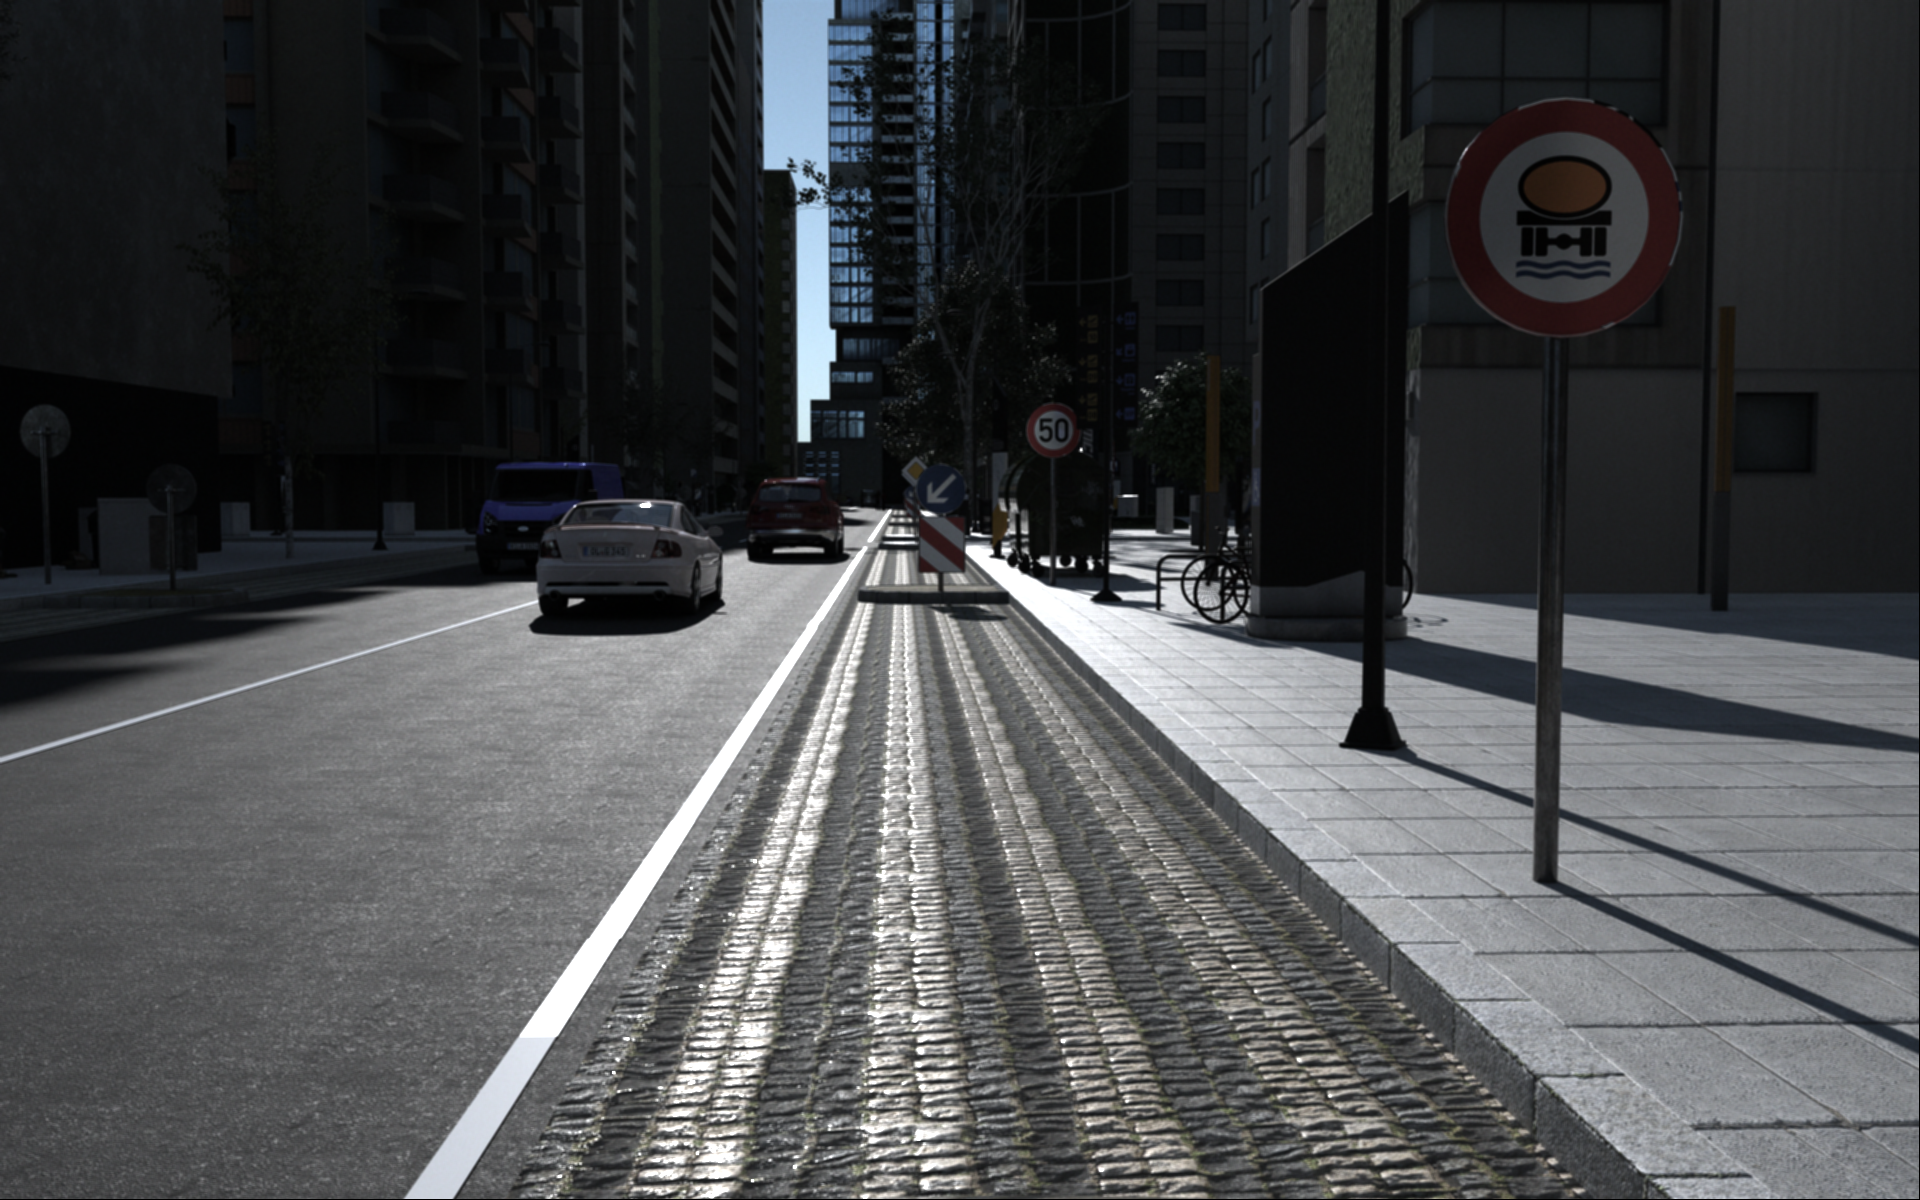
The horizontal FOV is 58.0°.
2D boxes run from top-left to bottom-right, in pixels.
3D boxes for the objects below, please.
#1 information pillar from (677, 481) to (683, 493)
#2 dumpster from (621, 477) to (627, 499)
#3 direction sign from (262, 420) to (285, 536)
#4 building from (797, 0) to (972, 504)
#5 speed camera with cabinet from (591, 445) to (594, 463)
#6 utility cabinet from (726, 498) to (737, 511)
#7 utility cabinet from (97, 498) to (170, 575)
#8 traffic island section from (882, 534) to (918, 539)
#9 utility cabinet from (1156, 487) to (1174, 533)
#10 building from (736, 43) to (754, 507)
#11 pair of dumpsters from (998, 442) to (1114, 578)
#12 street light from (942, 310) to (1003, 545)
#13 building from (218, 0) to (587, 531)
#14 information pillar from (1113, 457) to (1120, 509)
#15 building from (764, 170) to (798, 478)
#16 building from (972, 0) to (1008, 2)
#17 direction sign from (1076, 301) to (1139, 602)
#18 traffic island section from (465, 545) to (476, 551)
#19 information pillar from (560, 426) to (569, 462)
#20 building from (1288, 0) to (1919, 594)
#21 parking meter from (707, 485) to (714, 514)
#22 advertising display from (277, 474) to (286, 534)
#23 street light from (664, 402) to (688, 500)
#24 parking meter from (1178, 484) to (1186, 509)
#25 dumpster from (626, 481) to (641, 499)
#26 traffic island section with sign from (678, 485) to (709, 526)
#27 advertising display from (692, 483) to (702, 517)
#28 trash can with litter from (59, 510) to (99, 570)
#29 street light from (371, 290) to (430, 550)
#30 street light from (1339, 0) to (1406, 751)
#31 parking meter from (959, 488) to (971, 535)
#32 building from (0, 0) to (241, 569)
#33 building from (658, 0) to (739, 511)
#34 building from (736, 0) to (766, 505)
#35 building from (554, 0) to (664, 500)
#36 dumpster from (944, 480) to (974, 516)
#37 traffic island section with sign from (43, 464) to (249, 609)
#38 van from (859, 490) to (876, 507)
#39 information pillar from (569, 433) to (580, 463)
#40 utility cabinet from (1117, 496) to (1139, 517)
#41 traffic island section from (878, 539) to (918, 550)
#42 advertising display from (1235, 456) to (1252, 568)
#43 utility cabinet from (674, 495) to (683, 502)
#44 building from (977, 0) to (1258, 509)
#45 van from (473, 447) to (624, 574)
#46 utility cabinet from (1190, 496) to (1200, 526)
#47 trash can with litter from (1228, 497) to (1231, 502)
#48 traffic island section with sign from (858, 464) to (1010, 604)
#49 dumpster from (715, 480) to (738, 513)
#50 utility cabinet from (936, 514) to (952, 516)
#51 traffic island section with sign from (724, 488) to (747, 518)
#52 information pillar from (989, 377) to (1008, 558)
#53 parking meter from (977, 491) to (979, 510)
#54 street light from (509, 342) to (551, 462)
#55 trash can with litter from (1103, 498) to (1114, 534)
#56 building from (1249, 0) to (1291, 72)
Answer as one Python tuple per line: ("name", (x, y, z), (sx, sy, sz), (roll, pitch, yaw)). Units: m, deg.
("information pillar", (-16.196, -5.864, 100.370), (0.304, 2.012, 0.304), (0, 4, 1))
("dumpster", (-11.723, -3.089, 55.457), (1.985, 2.255, 1.502), (0, 4, -1))
("direction sign", (-21.118, -3.755, 53.387), (0.876, 3.537, 0.379), (1, 4, 23))
("building", (-5.045, -55.733, 223.913), (31.000, 86.520, 22.319), (0, 4, -2))
("speed camera with cabinet", (-14.414, -4.564, 68.955), (0.660, 3.252, 2.038), (-1, 4, -14))
("utility cabinet", (-16.765, -7.257, 127.333), (0.318, 1.500, 1.173), (1, 4, 22))
("utility cabinet", (-13.149, -1.004, 27.580), (1.020, 1.237, 0.306), (-2, 4, -24))
("traffic island section", (-1.396, -1.901, 53.356), (2.009, 0.180, 2.903), (0, 4, -2))
("utility cabinet", (6.624, -2.899, 56.074), (0.318, 1.500, 1.173), (1, 4, 20))
("building", (-28.029, -31.849, 170.845), (14.600, 45.320, 14.200), (0, 4, -2))
("pair of dumpsters", (1.534, -1.589, 28.467), (1.574, 2.255, 4.437), (0, 4, -2))
("street light", (0.365, -4.359, 43.819), (1.470, 5.913, 1.316), (0, 4, -2))
("building", (-28.280, -25.545, 72.282), (22.147, 44.769, 28.867), (0, 4, -2))
("information pillar", (9.341, -6.866, 103.607), (0.504, 3.616, 0.183), (-1, 4, -11))
("building", (-28.031, -32.855, 220.780), (14.086, 41.232, 14.154), (0, 4, -2))
("building", (11.846, -32.774, 155.463), (23.786, 49.044, 30.456), (0, 4, -2))
("direction sign", (1.757, -1.757, 20.731), (0.876, 3.537, 0.379), (3, 5, 40))
("traffic island section", (-11.510, -1.391, 45.029), (2.009, 0.180, 2.903), (0, 4, -2))
("information pillar", (-13.814, -4.208, 60.150), (0.183, 3.616, 0.504), (-1, 4, -17))
("building", (12.646, -21.068, 28.051), (14.154, 41.232, 14.086), (0, 4, -2))
("parking meter", (-15.921, -6.414, 110.581), (0.255, 1.863, 0.399), (3, 5, 39))
("advertising display", (-22.175, -3.149, 56.701), (0.123, 1.923, 0.974), (-1, 4, -10))
("street light", (-14.453, -7.055, 87.886), (1.470, 5.913, 1.316), (0, 4, -2))
("parking meter", (12.665, -5.697, 98.862), (0.399, 1.863, 0.255), (1, 4, 19))
("dumpster", (-14.565, -4.229, 74.906), (1.264, 1.857, 1.865), (0, 4, -2))
("traffic island section with sign", (-12.299, -4.219, 77.609), (1.989, 1.847, 2.006), (0, 4, -2))
("advertising display", (-14.846, -5.660, 97.756), (0.123, 1.923, 0.974), (1, 4, 17))
("trash can with litter", (-14.802, -1.118, 29.668), (0.624, 1.170, 1.055), (2, 4, 32))
("street light", (-12.749, -4.096, 39.516), (1.470, 5.913, 1.316), (0, 4, -2))
("street light", (1.563, -2.208, 8.640), (1.470, 5.913, 1.316), (0, 4, -2))
("parking meter", (0.144, -2.788, 53.998), (0.372, 1.533, 0.369), (0, 3, 0))
("building", (-24.705, -10.111, 32.771), (16.811, 18.784, 16.820), (0, 4, -2))
("building", (-29.366, -31.432, 137.613), (21.300, 48.544, 21.600), (0, 4, -2))
("building", (-35.785, -39.578, 189.094), (28.212, 58.520, 21.231), (0, 4, -2))
("building", (-25.640, -25.626, 102.583), (14.154, 41.232, 14.086), (0, 4, -2))
("dumpster", (-0.158, -4.617, 77.976), (1.502, 2.255, 1.985), (0, 4, -2))
("traffic island section with sign", (-10.412, -0.845, 22.438), (1.989, 1.847, 2.006), (0, 4, -2))
("van", (-9.818, -10.967, 186.319), (2.013, 2.044, 4.112), (0, 4, -2))
("information pillar", (-14.859, -4.605, 66.646), (0.504, 3.616, 0.183), (0, 4, -6))
("utility cabinet", (6.546, -3.449, 67.555), (0.306, 1.237, 1.020), (-2, 4, -30))
("traffic island section", (-1.124, -1.413, 45.376), (2.009, 0.180, 2.903), (0, 4, -2))
("advertising display", (4.937, -1.521, 30.088), (0.123, 1.923, 0.974), (1, 4, 21))
("utility cabinet", (-15.625, -5.246, 96.931), (0.306, 1.237, 1.020), (1, 4, 18))
("building", (11.739, -41.245, 112.611), (20.563, 71.187, 20.611), (0, 4, -2))
("van", (-7.699, -1.744, 32.892), (2.240, 2.365, 5.245), (0, 4, -1))
("utility cabinet", (9.764, -3.659, 70.991), (0.306, 1.237, 1.020), (2, 4, 32))
("trash can with litter", (14.914, -5.088, 94.572), (1.055, 1.170, 0.624), (0, 4, 0))
("traffic island section with sign", (-0.379, -0.907, 23.454), (1.989, 1.847, 2.006), (0, 4, -2))
("dumpster", (-16.176, -7.181, 119.904), (1.502, 2.255, 1.985), (0, 4, -2))
("utility cabinet", (-0.923, -5.607, 102.836), (1.020, 1.237, 0.306), (2, 4, 25))
("traffic island section with sign", (-13.229, -5.893, 104.982), (1.989, 1.847, 2.006), (0, 4, -2))
("information pillar", (0.792, -2.641, 34.541), (0.183, 3.616, 0.504), (-2, 4, -29))
("parking meter", (0.931, -5.692, 101.475), (0.372, 1.533, 0.369), (0, 3, 0))
("street light", (-13.192, -4.922, 53.009), (1.470, 5.913, 1.316), (0, 4, -2))
("trash can with litter", (4.334, -2.670, 55.036), (1.055, 1.170, 0.624), (-1, 4, -12))
("building", (27.207, -29.387, 69.721), (27.495, 52.752, 28.713), (0, 4, -2))
